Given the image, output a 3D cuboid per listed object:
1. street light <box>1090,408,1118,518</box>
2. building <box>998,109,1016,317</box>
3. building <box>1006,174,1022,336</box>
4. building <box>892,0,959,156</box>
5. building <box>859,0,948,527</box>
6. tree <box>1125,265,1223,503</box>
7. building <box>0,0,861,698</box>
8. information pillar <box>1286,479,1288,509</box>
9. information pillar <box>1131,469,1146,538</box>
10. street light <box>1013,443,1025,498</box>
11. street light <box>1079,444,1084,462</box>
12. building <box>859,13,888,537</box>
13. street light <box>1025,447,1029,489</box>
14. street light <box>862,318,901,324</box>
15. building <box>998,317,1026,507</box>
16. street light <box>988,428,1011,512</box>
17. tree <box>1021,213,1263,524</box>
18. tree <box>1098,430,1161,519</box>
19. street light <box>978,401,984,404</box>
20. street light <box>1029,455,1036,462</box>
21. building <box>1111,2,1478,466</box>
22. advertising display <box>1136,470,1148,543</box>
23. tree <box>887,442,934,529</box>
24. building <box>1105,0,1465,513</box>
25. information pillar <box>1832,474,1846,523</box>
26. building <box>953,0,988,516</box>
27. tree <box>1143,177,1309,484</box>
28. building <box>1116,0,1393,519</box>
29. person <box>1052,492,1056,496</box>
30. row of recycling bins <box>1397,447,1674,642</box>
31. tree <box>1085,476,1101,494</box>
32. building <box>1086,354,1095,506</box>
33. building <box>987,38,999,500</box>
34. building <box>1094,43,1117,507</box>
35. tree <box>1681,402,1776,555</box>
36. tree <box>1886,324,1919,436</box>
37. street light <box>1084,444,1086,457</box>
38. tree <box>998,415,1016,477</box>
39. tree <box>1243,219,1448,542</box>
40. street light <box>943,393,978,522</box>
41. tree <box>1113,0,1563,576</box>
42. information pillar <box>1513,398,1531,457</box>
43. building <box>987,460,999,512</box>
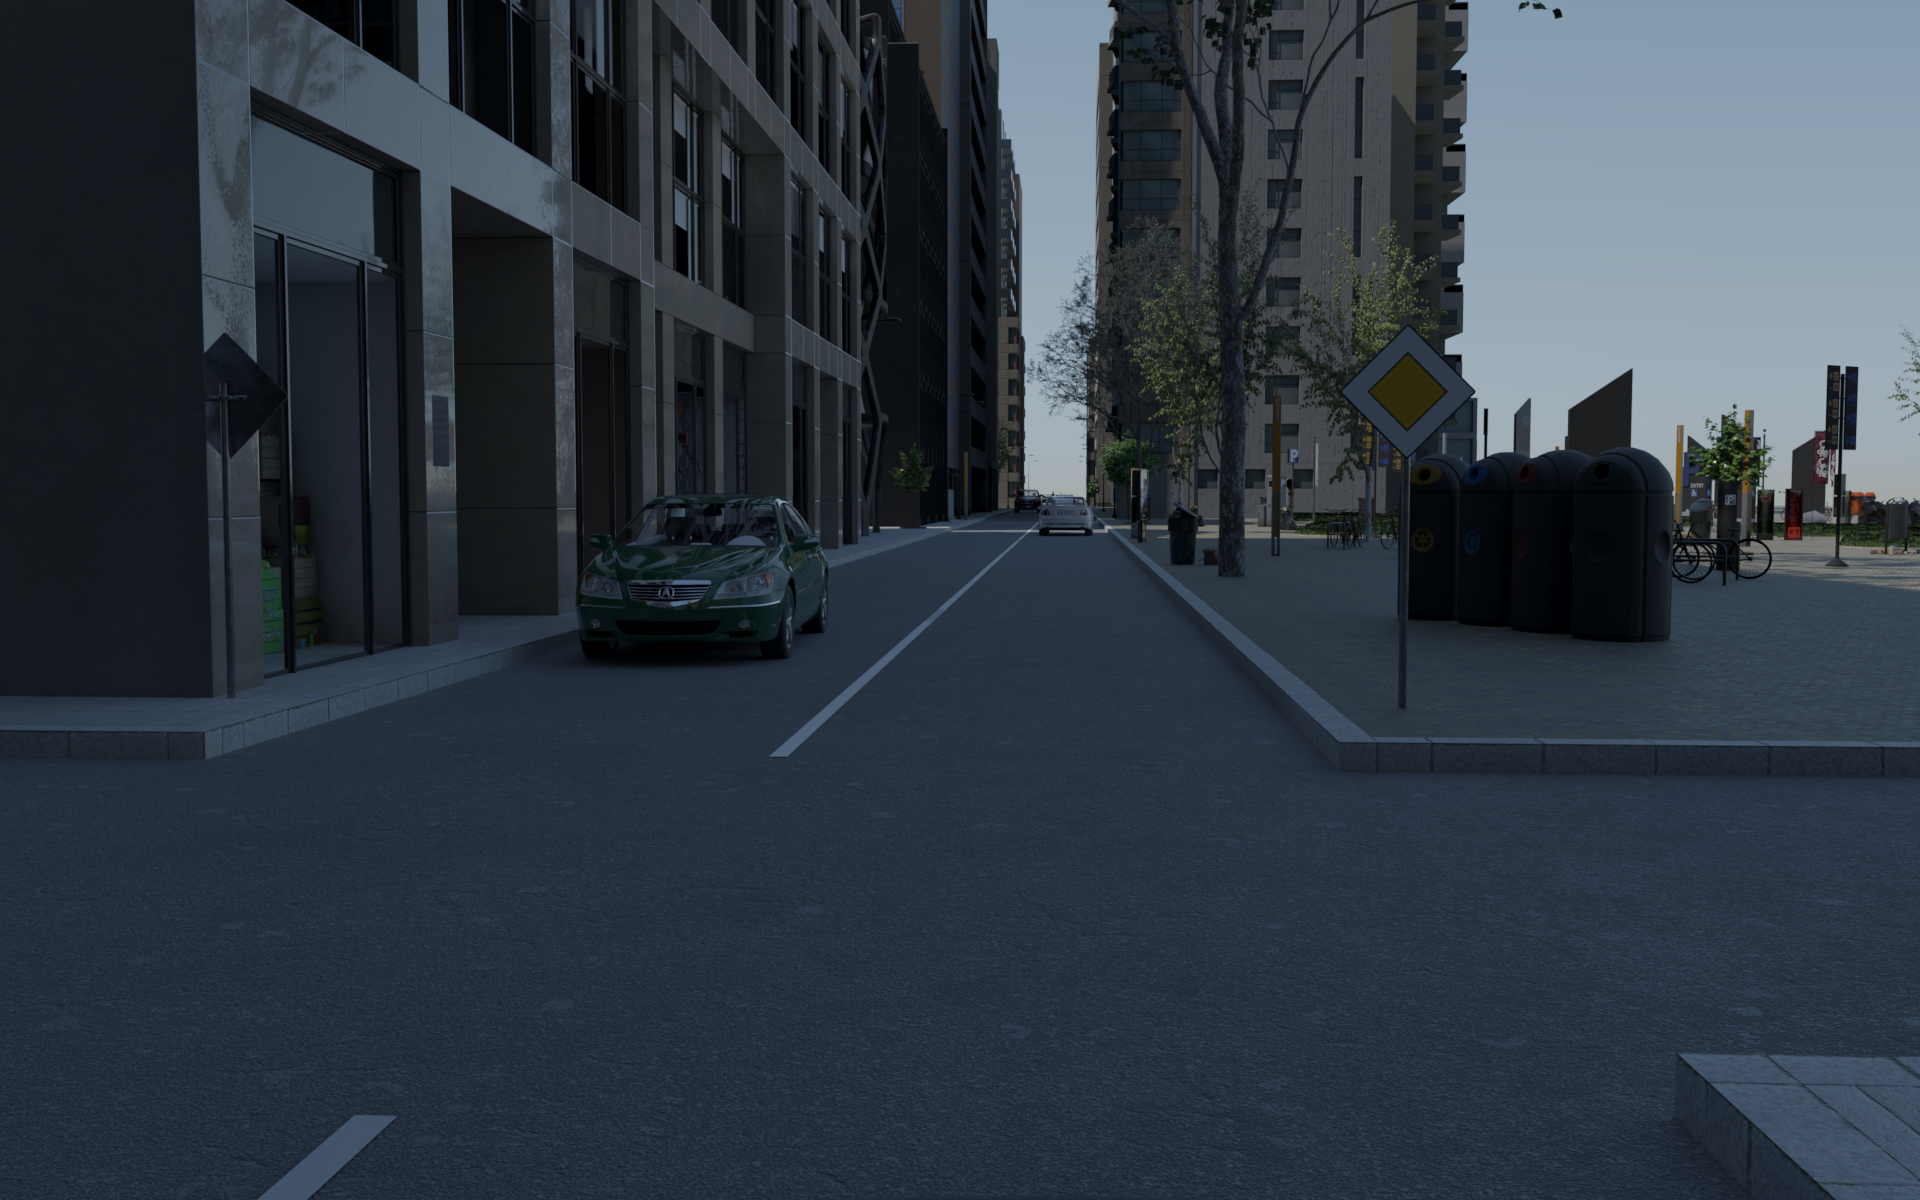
[{"bbox_3d":[7.753,-7.352,92.744,1.470,5.913,1.316,0,4,4],"label":"street light"},{"bbox_3d":[-4.528,-36.307,213.234,23.786,49.044,30.456,0,4,4],"label":"building"},{"bbox_3d":[1.368,-35.853,236.308,14.600,45.320,14.200,0,4,4],"label":"building"},{"bbox_3d":[-7.368,-27.109,93.335,14.600,45.320,14.200,0,4,4],"label":"building"},{"bbox_3d":[-7.223,-15.008,75.051,12.332,23.373,15.834,0,4,4],"label":"building"},{"bbox_3d":[7.472,-6.511,56.812,4.737,8.622,4.395,0,3,0],"label":"tree"},{"bbox_3d":[-13.211,-13.647,27.649,19.350,26.468,34.151,0,4,4],"label":"building"},{"bbox_3d":[15.526,-4.806,83.066,0.304,2.012,0.304,2,4,29],"label":"information pillar"},{"bbox_3d":[5.163,-2.794,50.171,0.304,2.012,0.304,-2,4,-35],"label":"information pillar"},{"bbox_3d":[4.899,-11.270,156.802,1.470,5.913,1.316,0,4,4],"label":"street light"},{"bbox_3d":[12.060,-11.556,161.488,1.470,5.913,1.316,0,4,4],"label":"street light"},{"bbox_3d":[-10.802,-11.379,53.499,16.820,18.784,16.811,0,4,4],"label":"building"},{"bbox_3d":[5.784,-12.077,170.006,1.470,5.913,1.316,0,4,4],"label":"street light"},{"bbox_3d":[-2.249,-4.477,45.741,1.470,5.913,1.316,0,4,4],"label":"street light"},{"bbox_3d":[-7.222,-20.766,184.563,27.650,21.520,28.899,0,4,4],"label":"building"},{"bbox_3d":[2.652,-9.155,122.230,1.470,5.913,1.316,0,4,4],"label":"street light"},{"bbox_3d":[7.873,-10.072,75.043,12.009,13.543,11.850,0,3,0],"label":"tree"},{"bbox_3d":[8.690,-6.416,88.614,4.285,4.588,4.351,0,3,0],"label":"tree"},{"bbox_3d":[0.517,-7.002,87.027,1.470,5.913,1.316,0,4,4],"label":"street light"},{"bbox_3d":[7.974,-14.198,204.672,1.470,5.913,1.316,0,4,4],"label":"street light"},{"bbox_3d":[26.578,-34.044,145.864,28.713,52.752,27.495,0,4,4],"label":"building"},{"bbox_3d":[4.827,-2.488,45.892,0.123,1.923,0.974,1,4,18],"label":"advertising display"},{"bbox_3d":[-1.671,-4.272,64.442,1.663,3.219,1.824,0,3,0],"label":"tree"},{"bbox_3d":[21.147,-28.297,117.278,22.147,44.769,28.867,0,4,4],"label":"building"},{"bbox_3d":[31.445,-3.514,61.951,0.304,2.012,0.304,-2,4,-28],"label":"information pillar"},{"bbox_3d":[-9.372,-29.863,111.962,21.300,48.544,21.600,0,4,4],"label":"building"},{"bbox_3d":[6.283,-5.553,41.146,4.360,8.622,3.978,0,3,0],"label":"tree"},{"bbox_3d":[15.796,-19.869,96.563,14.160,30.474,14.107,0,4,4],"label":"building"},{"bbox_3d":[13.030,-14.346,243.067,1.348,1.822,0.705,-2,4,-30],"label":"person"},{"bbox_3d":[5.442,-0.582,16.629,1.069,1.692,3.534,-1,4,-20],"label":"row of recycling bins"},{"bbox_3d":[13.278,-10.666,168.997,1.663,3.219,1.824,0,3,0],"label":"tree"},{"bbox_3d":[28.938,-22.028,205.195,27.650,21.520,28.899,0,4,4],"label":"building"},{"bbox_3d":[-3.905,-28.607,151.320,14.154,41.232,14.086,0,4,4],"label":"building"},{"bbox_3d":[24.820,-33.973,179.154,21.300,48.544,21.600,0,4,4],"label":"building"},{"bbox_3d":[16.385,-2.566,36.559,1.663,3.219,1.824,0,3,0],"label":"tree"},{"bbox_3d":[34.200,-6.641,58.937,4.737,8.622,4.395,0,3,0],"label":"tree"},{"bbox_3d":[9.995,-9.446,126.982,1.470,5.913,1.316,0,4,4],"label":"street light"},{"bbox_3d":[3.367,-12.931,161.788,4.737,8.622,4.395,0,3,0],"label":"tree"},{"bbox_3d":[10.708,-5.861,46.188,4.737,8.622,4.395,0,3,0],"label":"tree"},{"bbox_3d":[-0.059,-6.571,79.982,1.470,5.913,1.316,0,4,4],"label":"street light"},{"bbox_3d":[3.390,-10.362,25.303,12.611,20.169,13.585,0,3,0],"label":"tree"},{"bbox_3d":[13.663,-3.105,42.120,0.504,3.616,0.183,-2,4,-26],"label":"information pillar"},{"bbox_3d":[-7.408,-42.471,132.656,20.563,71.187,20.611,0,4,4],"label":"building"}]
